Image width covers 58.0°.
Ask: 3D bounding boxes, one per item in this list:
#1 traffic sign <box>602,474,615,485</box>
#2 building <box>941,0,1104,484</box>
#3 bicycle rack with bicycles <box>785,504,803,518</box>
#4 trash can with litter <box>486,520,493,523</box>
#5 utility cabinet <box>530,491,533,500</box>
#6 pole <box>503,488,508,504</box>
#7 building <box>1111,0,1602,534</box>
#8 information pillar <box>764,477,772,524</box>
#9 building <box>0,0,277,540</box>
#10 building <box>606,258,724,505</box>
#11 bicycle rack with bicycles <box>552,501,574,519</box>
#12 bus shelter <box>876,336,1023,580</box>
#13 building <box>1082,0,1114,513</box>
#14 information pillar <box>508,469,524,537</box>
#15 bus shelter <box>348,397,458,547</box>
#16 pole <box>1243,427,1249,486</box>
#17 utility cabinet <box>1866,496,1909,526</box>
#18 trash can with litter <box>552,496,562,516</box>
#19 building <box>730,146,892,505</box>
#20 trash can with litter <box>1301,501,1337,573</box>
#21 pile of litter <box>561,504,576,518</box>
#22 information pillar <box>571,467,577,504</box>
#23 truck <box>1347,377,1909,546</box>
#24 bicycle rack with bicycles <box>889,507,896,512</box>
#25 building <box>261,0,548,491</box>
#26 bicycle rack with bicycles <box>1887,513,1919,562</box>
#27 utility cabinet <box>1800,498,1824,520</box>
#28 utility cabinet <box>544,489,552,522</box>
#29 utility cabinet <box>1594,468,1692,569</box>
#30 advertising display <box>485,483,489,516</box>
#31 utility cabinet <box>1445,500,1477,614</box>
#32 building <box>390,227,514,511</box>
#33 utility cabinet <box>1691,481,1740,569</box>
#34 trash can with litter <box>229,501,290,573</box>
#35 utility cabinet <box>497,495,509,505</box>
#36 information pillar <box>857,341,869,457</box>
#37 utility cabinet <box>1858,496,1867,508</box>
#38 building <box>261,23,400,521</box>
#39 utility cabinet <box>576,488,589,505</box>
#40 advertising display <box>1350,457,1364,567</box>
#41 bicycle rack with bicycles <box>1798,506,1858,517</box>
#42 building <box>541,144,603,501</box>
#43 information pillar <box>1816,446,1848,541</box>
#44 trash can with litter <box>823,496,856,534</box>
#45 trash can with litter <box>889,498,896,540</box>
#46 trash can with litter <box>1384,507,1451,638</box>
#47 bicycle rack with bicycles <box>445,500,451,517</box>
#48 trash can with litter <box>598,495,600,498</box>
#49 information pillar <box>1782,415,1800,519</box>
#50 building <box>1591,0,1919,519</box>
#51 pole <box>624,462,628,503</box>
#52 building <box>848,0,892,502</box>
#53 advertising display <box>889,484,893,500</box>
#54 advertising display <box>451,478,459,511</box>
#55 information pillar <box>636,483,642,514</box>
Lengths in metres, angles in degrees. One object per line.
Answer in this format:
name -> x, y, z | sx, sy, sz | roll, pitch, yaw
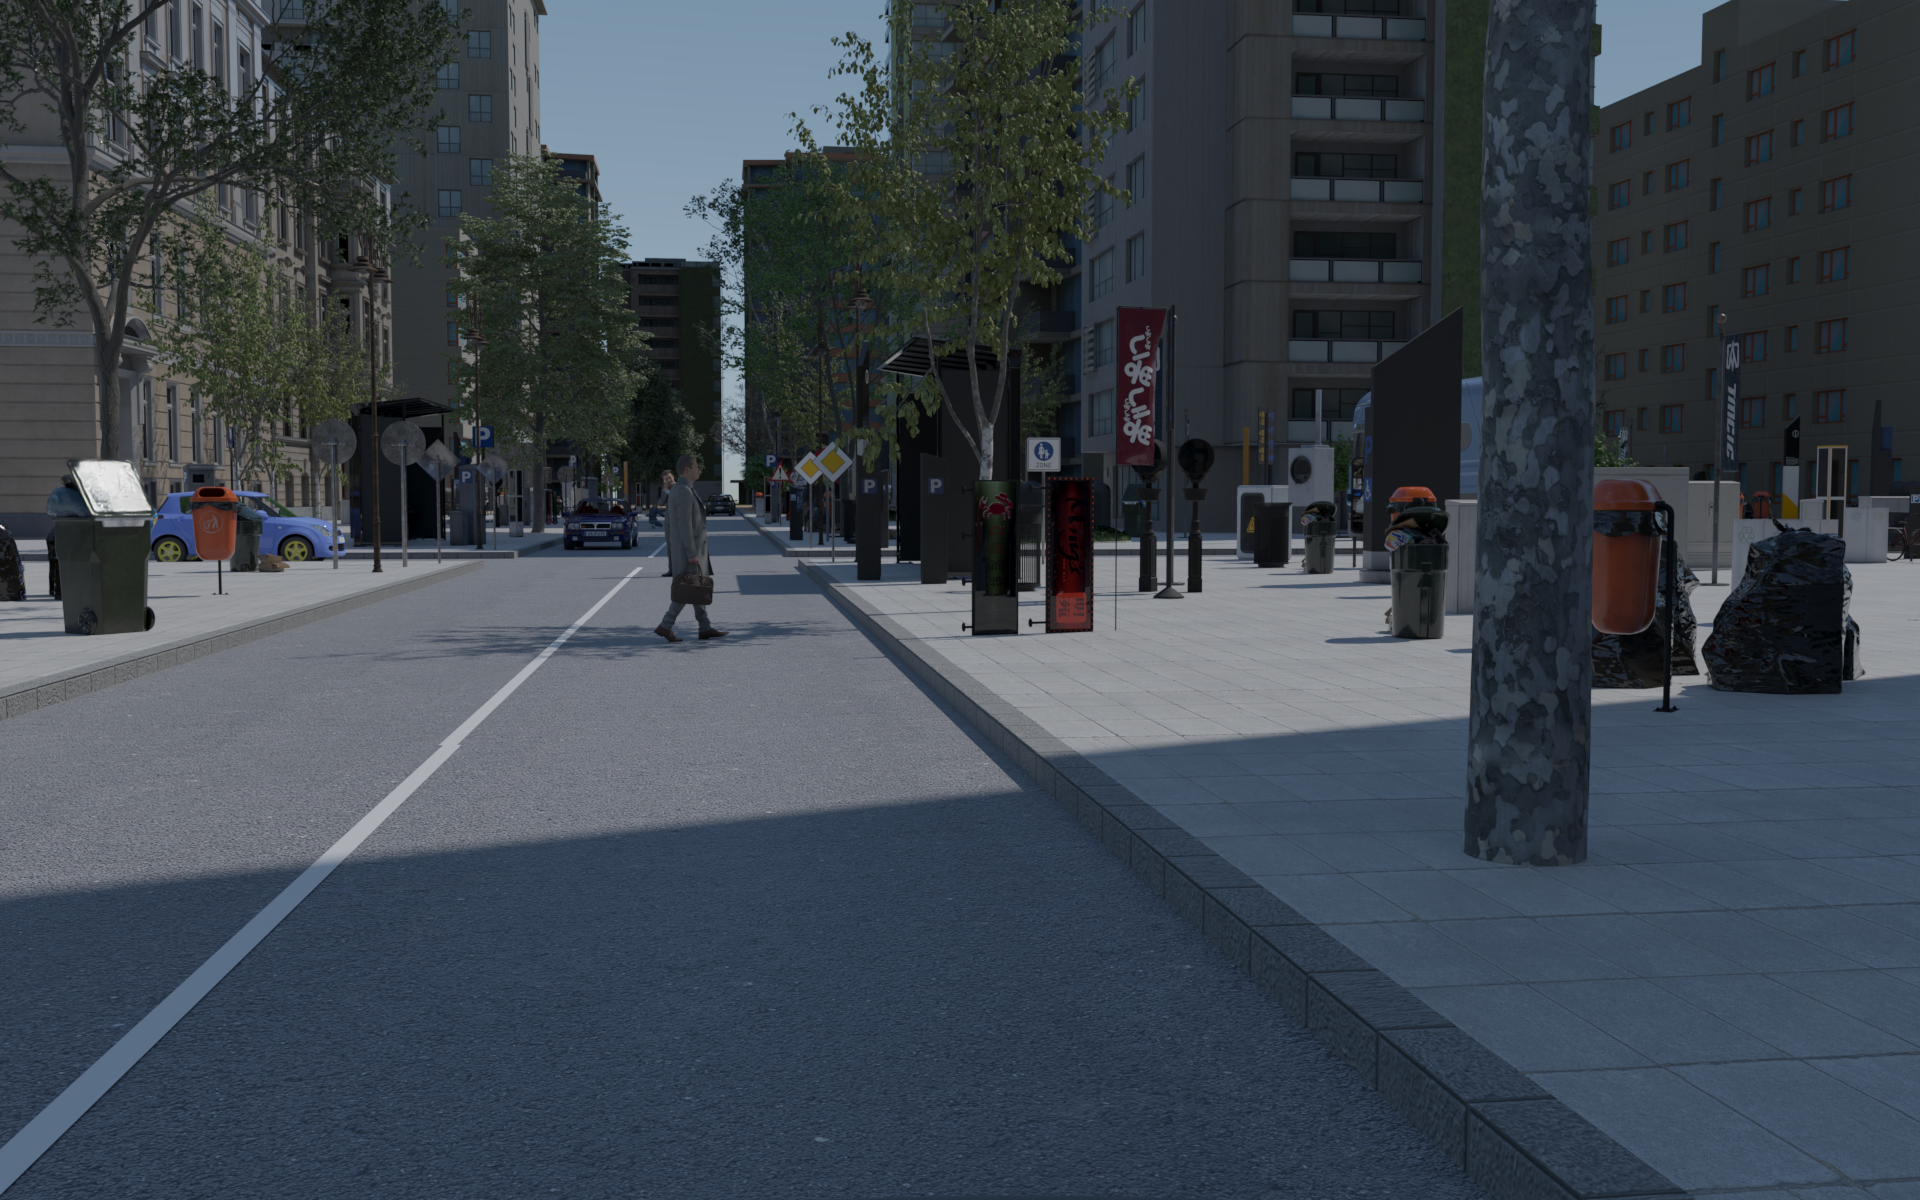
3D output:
traffic sign -> -21.003, -6.326, 103.542 | 0.768, 2.556, 0.104 | 0, 4, 0
building -> 10.665, -26.864, 93.850 | 22.147, 44.769, 28.867 | 0, 4, -8
bicycle rack with bicycles -> -8.327, -4.849, 92.655 | 2.852, 0.926, 2.925 | 2, 4, 30
trash can with litter -> -21.547, -4.078, 77.732 | 1.678, 1.210, 2.233 | -1, 4, -14
utility cabinet -> -27.912, -6.314, 111.907 | 1.173, 1.500, 0.318 | -1, 4, -19
pole -> -19.470, -4.912, 74.148 | 0.158, 3.312, 0.155 | 0, 3, 0
building -> 12.435, -23.032, 60.167 | 14.086, 41.232, 14.154 | 0, 4, -8
information pillar -> -8.235, -4.273, 74.358 | 0.304, 2.012, 0.304 | 0, 4, -2
building -> -31.807, -16.576, 56.918 | 13.634, 28.700, 20.117 | 0, 4, -8
building -> -36.536, -27.113, 214.992 | 14.107, 30.474, 14.160 | 0, 4, -8
bicycle rack with bicycles -> -20.833, -4.672, 89.766 | 2.852, 0.926, 2.925 | -3, 4, -37
bus shelter -> -0.263, -2.309, 29.042 | 1.731, 3.624, 6.357 | 0, 4, -8
building -> 2.639, -27.219, 128.622 | 14.154, 41.232, 14.086 | 0, 4, -8
information pillar -> -13.178, -2.869, 51.395 | 0.304, 2.012, 0.304 | 2, 4, 27
bus shelter -> -14.385, -3.289, 45.060 | 1.731, 3.624, 6.357 | 0, 4, -8
pole -> 8.736, -3.613, 52.922 | 0.158, 3.312, 0.155 | 0, 3, 0
utility cabinet -> 23.777, -2.021, 44.199 | 1.020, 1.237, 0.306 | 1, 4, 11
trash can with litter -> -23.726, -5.466, 100.752 | 1.055, 1.170, 0.624 | -2, 4, -24
building -> -14.925, -34.641, 220.997 | 28.867, 44.769, 22.147 | 0, 4, -8
trash can with litter -> 5.754, -1.027, 28.180 | 0.624, 1.170, 1.055 | 0, 4, -1
pile of litter -> -20.610, -4.803, 92.498 | 1.176, 0.858, 1.719 | -3, 4, -36
information pillar -> -24.141, -7.144, 108.167 | 0.504, 3.616, 0.183 | 2, 4, 35
truck -> 17.703, -3.106, 40.535 | 18.799, 4.110, 2.967 | -1, 4, -9
bicycle rack with bicycles -> -2.419, -4.714, 90.461 | 2.925, 0.926, 2.852 | 1, 4, 19
building -> -53.373, -34.951, 160.681 | 27.495, 52.752, 28.713 | 0, 4, -8
bicycle rack with bicycles -> 18.961, -1.136, 31.961 | 2.852, 0.926, 2.925 | 0, 4, -7
utility cabinet -> 12.317, -0.853, 25.105 | 0.306, 1.237, 1.020 | 2, 4, 25
utility cabinet -> -18.650, -4.229, 77.820 | 0.318, 1.500, 1.173 | 0, 4, 5
utility cabinet -> 5.511, -0.366, 14.667 | 1.173, 1.500, 0.318 | 0, 4, -4
advertising display -> -27.620, -5.825, 100.451 | 0.123, 1.923, 0.974 | 1, 4, 14
utility cabinet -> 5.773, -0.464, 18.749 | 1.020, 1.237, 0.306 | -1, 4, -16
building -> -48.117, -17.129, 125.104 | 27.650, 21.520, 28.899 | 0, 4, -8
utility cabinet -> 12.561, -1.264, 29.345 | 1.173, 1.500, 0.318 | 0, 4, -3
trash can with litter -> -11.582, -1.052, 28.584 | 1.055, 1.170, 0.624 | 1, 4, 13
utility cabinet -> -24.970, -5.116, 94.812 | 1.020, 1.237, 0.306 | 1, 4, 13
information pillar -> -1.467, -2.142, 26.372 | 0.183, 3.616, 0.504 | 1, 4, 9
utility cabinet -> 24.675, -2.180, 46.804 | 0.306, 1.237, 1.020 | 0, 3, 0
building -> -36.042, -16.216, 84.224 | 14.460, 24.649, 34.723 | 0, 4, -8
utility cabinet -> -14.768, -3.614, 67.761 | 0.318, 1.500, 1.173 | -1, 4, -22
advertising display -> 7.253, -1.516, 29.999 | 0.974, 1.923, 0.123 | 2, 4, 34
bicycle rack with bicycles -> 26.846, -2.463, 53.657 | 2.852, 0.926, 2.925 | 1, 4, 10
building -> -59.152, -34.231, 214.307 | 28.867, 44.769, 22.147 | 0, 4, -8
information pillar -> 13.303, -1.344, 26.466 | 0.304, 2.012, 0.304 | -1, 4, -10
trash can with litter -> -3.577, -2.773, 56.389 | 2.233, 1.210, 1.678 | -2, 4, -34
trash can with litter -> -2.134, -2.303, 49.036 | 1.055, 1.170, 0.624 | 3, 4, 38
trash can with litter -> 4.054, -0.263, 15.690 | 0.624, 1.170, 1.055 | 0, 4, 1
bicycle rack with bicycles -> -28.162, -5.037, 95.733 | 2.925, 0.926, 2.852 | 1, 4, 22
trash can with litter -> -21.042, -5.355, 98.604 | 2.233, 1.210, 1.678 | -1, 4, -12
information pillar -> 24.658, -3.671, 51.372 | 0.504, 3.616, 0.183 | -1, 4, -12
building -> 44.257, -13.806, 70.774 | 28.899, 21.520, 27.650 | 0, 4, -8
pole -> -20.990, -7.030, 108.782 | 0.158, 3.312, 0.155 | 0, 3, 0
building -> 1.503, -52.117, 164.783 | 22.319, 86.520, 31.000 | 0, 4, -8
advertising display -> -4.828, -6.676, 114.368 | 0.974, 1.923, 0.123 | 3, 5, 43
advertising display -> -20.920, -4.082, 71.946 | 0.123, 1.923, 0.974 | 0, 4, 2
information pillar -> -21.034, -6.671, 113.557 | 0.304, 2.012, 0.304 | 1, 4, 13
